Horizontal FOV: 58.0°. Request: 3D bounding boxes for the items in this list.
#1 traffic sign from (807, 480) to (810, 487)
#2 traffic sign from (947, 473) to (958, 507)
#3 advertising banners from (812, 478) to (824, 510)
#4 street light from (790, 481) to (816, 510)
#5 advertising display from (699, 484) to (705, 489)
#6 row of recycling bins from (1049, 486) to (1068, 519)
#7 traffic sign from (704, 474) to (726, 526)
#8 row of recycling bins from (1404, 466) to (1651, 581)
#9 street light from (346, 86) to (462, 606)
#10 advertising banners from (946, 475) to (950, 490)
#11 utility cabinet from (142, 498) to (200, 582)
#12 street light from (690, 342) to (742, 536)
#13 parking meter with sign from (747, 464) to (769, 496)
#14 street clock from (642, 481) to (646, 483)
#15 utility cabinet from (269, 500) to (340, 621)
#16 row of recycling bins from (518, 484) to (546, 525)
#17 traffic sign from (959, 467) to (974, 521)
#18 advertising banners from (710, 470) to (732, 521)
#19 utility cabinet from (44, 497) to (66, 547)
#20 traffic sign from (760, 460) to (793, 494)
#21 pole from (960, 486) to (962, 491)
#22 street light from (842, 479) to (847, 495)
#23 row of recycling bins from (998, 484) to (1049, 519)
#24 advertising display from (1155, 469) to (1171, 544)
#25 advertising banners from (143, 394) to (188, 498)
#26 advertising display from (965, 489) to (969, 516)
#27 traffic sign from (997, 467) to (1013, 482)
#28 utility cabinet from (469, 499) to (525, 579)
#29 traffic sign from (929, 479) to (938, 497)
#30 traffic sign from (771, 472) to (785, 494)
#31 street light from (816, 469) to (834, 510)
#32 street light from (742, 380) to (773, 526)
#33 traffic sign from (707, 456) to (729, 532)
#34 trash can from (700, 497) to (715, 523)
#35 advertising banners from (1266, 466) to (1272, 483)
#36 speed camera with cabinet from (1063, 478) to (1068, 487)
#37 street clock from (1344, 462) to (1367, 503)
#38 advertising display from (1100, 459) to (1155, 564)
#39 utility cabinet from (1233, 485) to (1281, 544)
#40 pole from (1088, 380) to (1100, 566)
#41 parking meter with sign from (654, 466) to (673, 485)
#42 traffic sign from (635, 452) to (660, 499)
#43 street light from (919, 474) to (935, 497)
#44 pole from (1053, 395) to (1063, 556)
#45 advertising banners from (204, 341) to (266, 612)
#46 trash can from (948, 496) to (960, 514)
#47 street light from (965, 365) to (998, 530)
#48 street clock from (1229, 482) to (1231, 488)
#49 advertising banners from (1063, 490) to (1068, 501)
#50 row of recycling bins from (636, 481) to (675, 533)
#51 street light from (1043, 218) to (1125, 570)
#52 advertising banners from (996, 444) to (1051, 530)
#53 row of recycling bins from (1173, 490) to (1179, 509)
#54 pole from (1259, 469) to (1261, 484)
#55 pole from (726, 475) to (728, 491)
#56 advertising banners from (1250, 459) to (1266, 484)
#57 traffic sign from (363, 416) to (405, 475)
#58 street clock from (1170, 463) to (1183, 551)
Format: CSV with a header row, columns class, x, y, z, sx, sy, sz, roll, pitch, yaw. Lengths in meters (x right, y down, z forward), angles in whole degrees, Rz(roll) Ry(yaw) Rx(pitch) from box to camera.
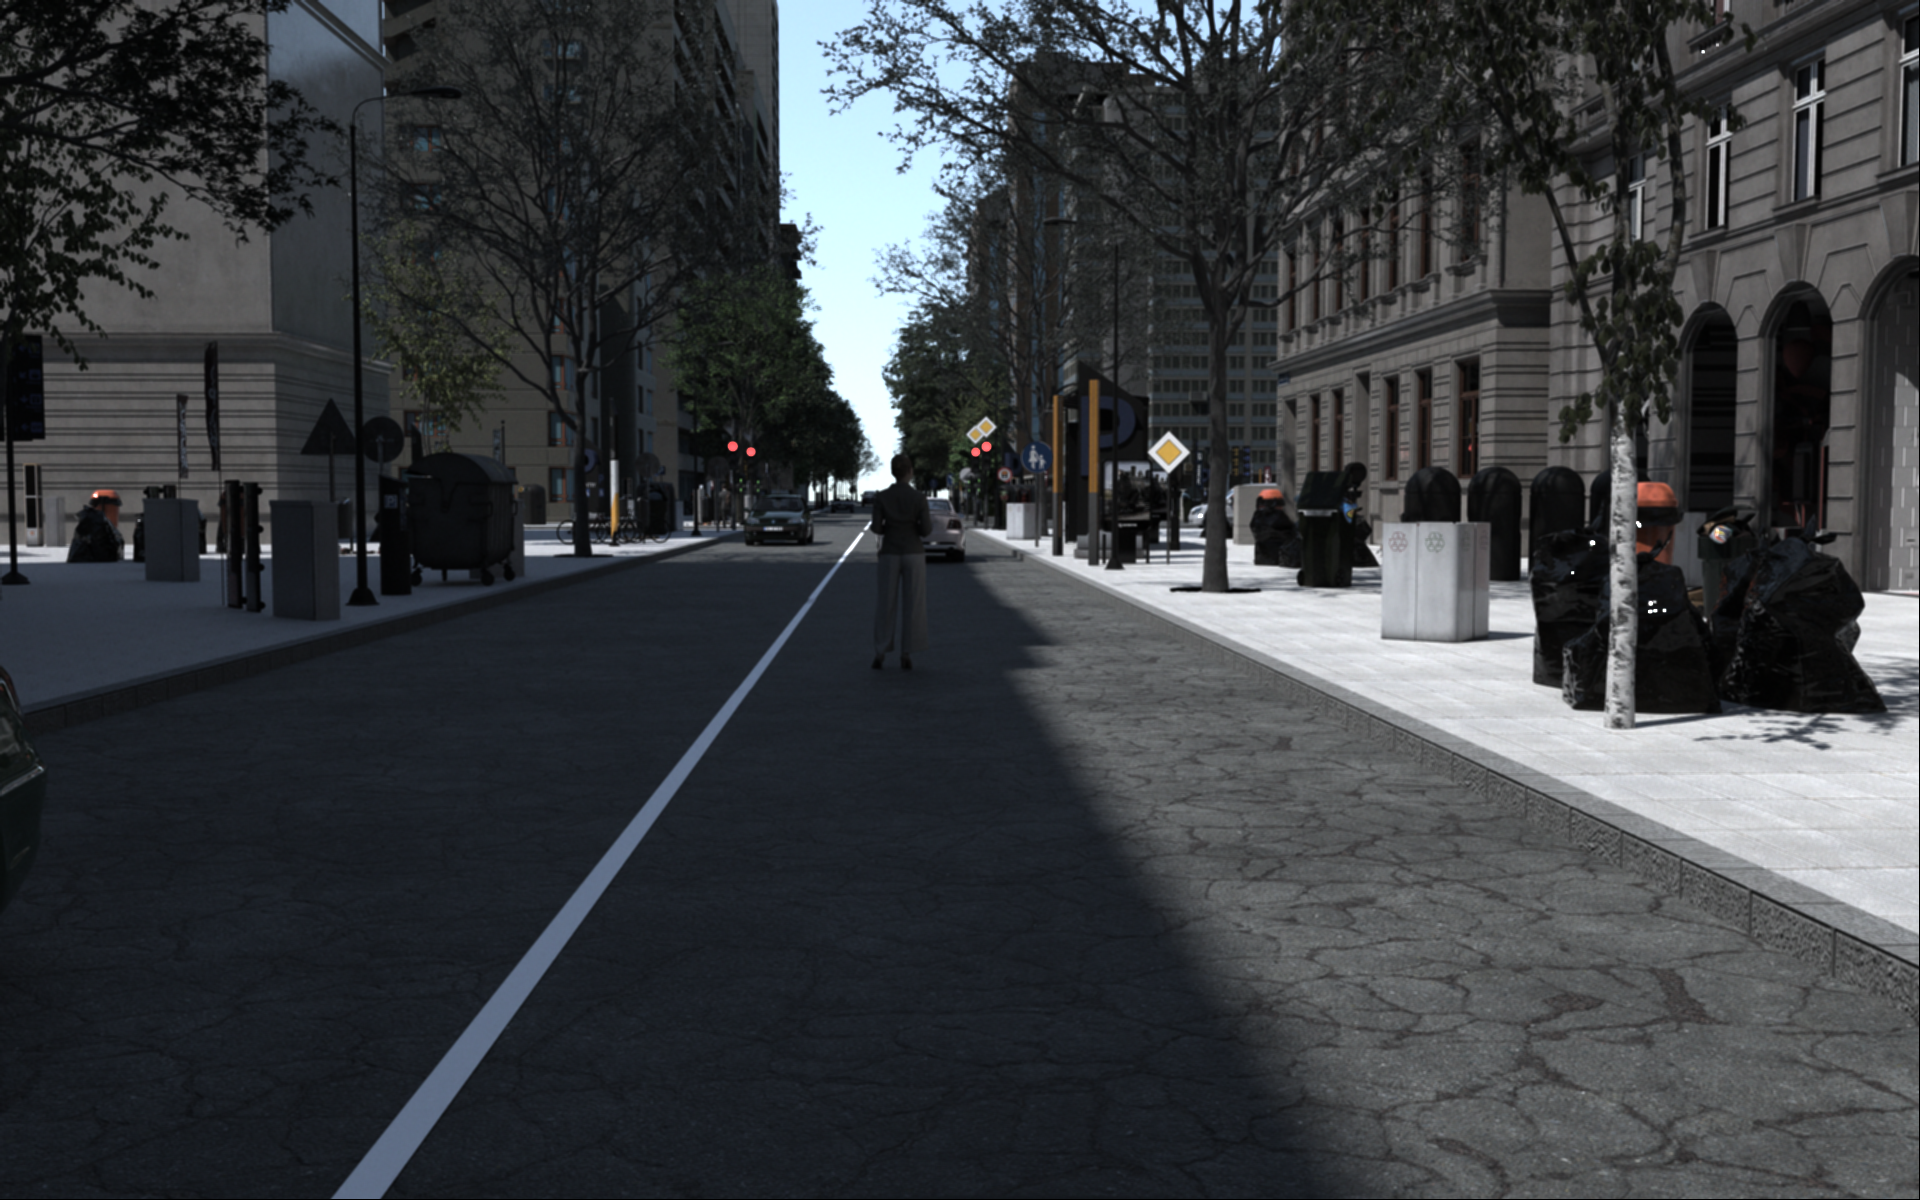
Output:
class,x,y,z,sx,sy,sz,roll,pitch,yaw
traffic sign,-12.353,-8.474,138.657,0.768,2.556,0.104,0,4,-1
traffic sign,-0.424,-6.386,104.517,0.768,2.556,0.104,0,4,-1
advertising banners,-11.662,-8.929,142.170,0.090,3.025,2.074,-2,4,-31
street light,-9.552,-8.006,103.444,1.470,5.913,1.316,0,4,-2
advertising display,-17.010,-6.667,114.226,0.123,1.923,0.974,-1,4,-23
row of recycling bins,5.570,-4.871,86.752,1.069,1.692,3.534,-3,5,-43
traffic sign,-9.813,-4.249,69.470,0.884,2.594,0.081,0,4,3
row of recycling bins,8.436,-1.141,25.765,3.534,1.692,1.069,1,4,9
street light,-6.371,-2.895,19.874,1.470,5.913,1.316,0,4,-2
advertising banners,-0.421,-7.576,120.056,0.090,3.025,2.074,2,4,34
utility cabinet,-11.660,-0.885,25.625,1.020,1.237,0.306,2,4,35
street light,-7.547,-4.918,52.953,1.470,5.913,1.316,0,4,-2
parking meter with sign,-11.612,-6.173,97.188,1.738,3.016,0.543,-1,4,-15
street clock,-16.845,-5.414,93.091,0.471,2.002,0.358,2,4,32
utility cabinet,-6.785,-0.415,17.952,0.306,1.237,1.020,-3,5,-44
row of recycling bins,-18.078,-4.048,73.297,1.069,1.692,3.534,-1,4,-19
traffic sign,0.337,-5.041,82.528,0.768,2.556,0.104,0,3,0
advertising banners,-11.280,-5.283,82.572,0.090,3.025,2.074,2,4,26
utility cabinet,-22.094,-1.904,42.290,0.306,1.237,1.020,-1,4,-18
traffic sign,-10.805,-6.526,100.574,2.265,3.308,0.079,0,4,3
pole,0.073,-8.379,130.842,0.158,3.312,0.155,0,3,0
street light,-12.536,-12.655,179.457,1.470,5.913,1.316,0,4,-2
row of recycling bins,2.468,-3.998,72.478,1.069,1.692,3.534,2,4,25
advertising display,4.980,-2.428,44.905,0.974,1.923,0.123,0,4,-1
advertising banners,-13.582,-2.051,29.729,0.090,3.025,2.074,0,4,-5
advertising display,0.390,-6.000,103.306,0.123,1.923,0.974,0,4,-7
traffic sign,2.075,-4.924,80.610,0.768,2.556,0.104,0,4,1
utility cabinet,-7.123,-0.947,26.648,0.306,1.237,1.020,1,4,23
traffic sign,-2.220,-8.887,145.402,0.768,2.556,0.104,0,4,-1
traffic sign,-10.266,-5.965,97.632,0.768,2.556,0.104,0,4,0
street light,-10.868,-10.029,136.518,1.470,5.913,1.316,0,4,-2
street light,-8.290,-5.983,70.368,1.470,5.913,1.316,0,4,-2
traffic sign,-8.149,-3.556,58.252,0.768,2.556,0.104,0,4,7
trash can,-10.811,-3.840,74.440,0.748,1.137,0.748,0,3,0
advertising banners,18.714,-6.895,108.920,0.090,3.025,2.074,-3,5,-41
speed camera with cabinet,5.410,-6.360,98.313,2.038,3.252,0.660,-3,5,-43
street clock,9.023,-2.141,39.576,0.471,2.002,0.358,-1,4,-20
advertising display,3.058,-1.631,31.887,0.974,1.923,0.123,-1,4,-14
utility cabinet,7.513,-2.152,43.856,1.173,1.500,0.318,-1,4,-17
pole,2.402,-2.273,31.013,0.158,3.312,0.155,0,3,0
parking meter with sign,-18.321,-6.874,108.656,0.543,3.016,1.738,1,4,20
traffic sign,-9.533,-3.227,52.869,0.768,2.556,0.104,0,4,2
street light,-2.881,-11.181,155.356,1.470,5.913,1.316,0,4,-2
pole,2.031,-2.571,35.874,0.158,3.312,0.155,0,3,0
advertising banners,-8.168,-1.422,19.442,0.090,3.025,2.074,-3,4,-37
trash can,-0.398,-5.939,108.753,0.748,1.137,0.748,0,3,0
street light,0.765,-5.493,62.357,1.470,5.913,1.316,0,4,-2
street clock,14.846,-5.635,96.694,0.471,2.002,0.358,-1,4,-8
advertising banners,4.178,-3.948,60.740,2.074,3.025,0.090,-2,4,-30
row of recycling bins,-10.194,-3.105,57.877,1.069,1.692,3.534,0,4,-1
street light,2.091,-3.471,29.284,1.470,5.913,1.316,0,4,-2
advertising banners,2.246,-3.976,61.203,2.074,3.025,0.090,2,4,23
row of recycling bins,12.728,-6.493,113.272,3.534,1.692,1.069,-2,4,-29
pole,23.982,-8.843,138.427,0.158,3.312,0.155,0,3,0
pole,-19.358,-9.188,144.066,0.158,3.312,0.155,0,3,0
advertising banners,14.846,-5.543,86.815,0.090,3.025,2.074,2,4,28
traffic sign,-9.465,-1.728,28.354,0.768,2.556,0.104,0,4,6
street clock,4.862,-2.116,39.163,0.358,2.002,0.471,2,4,24
